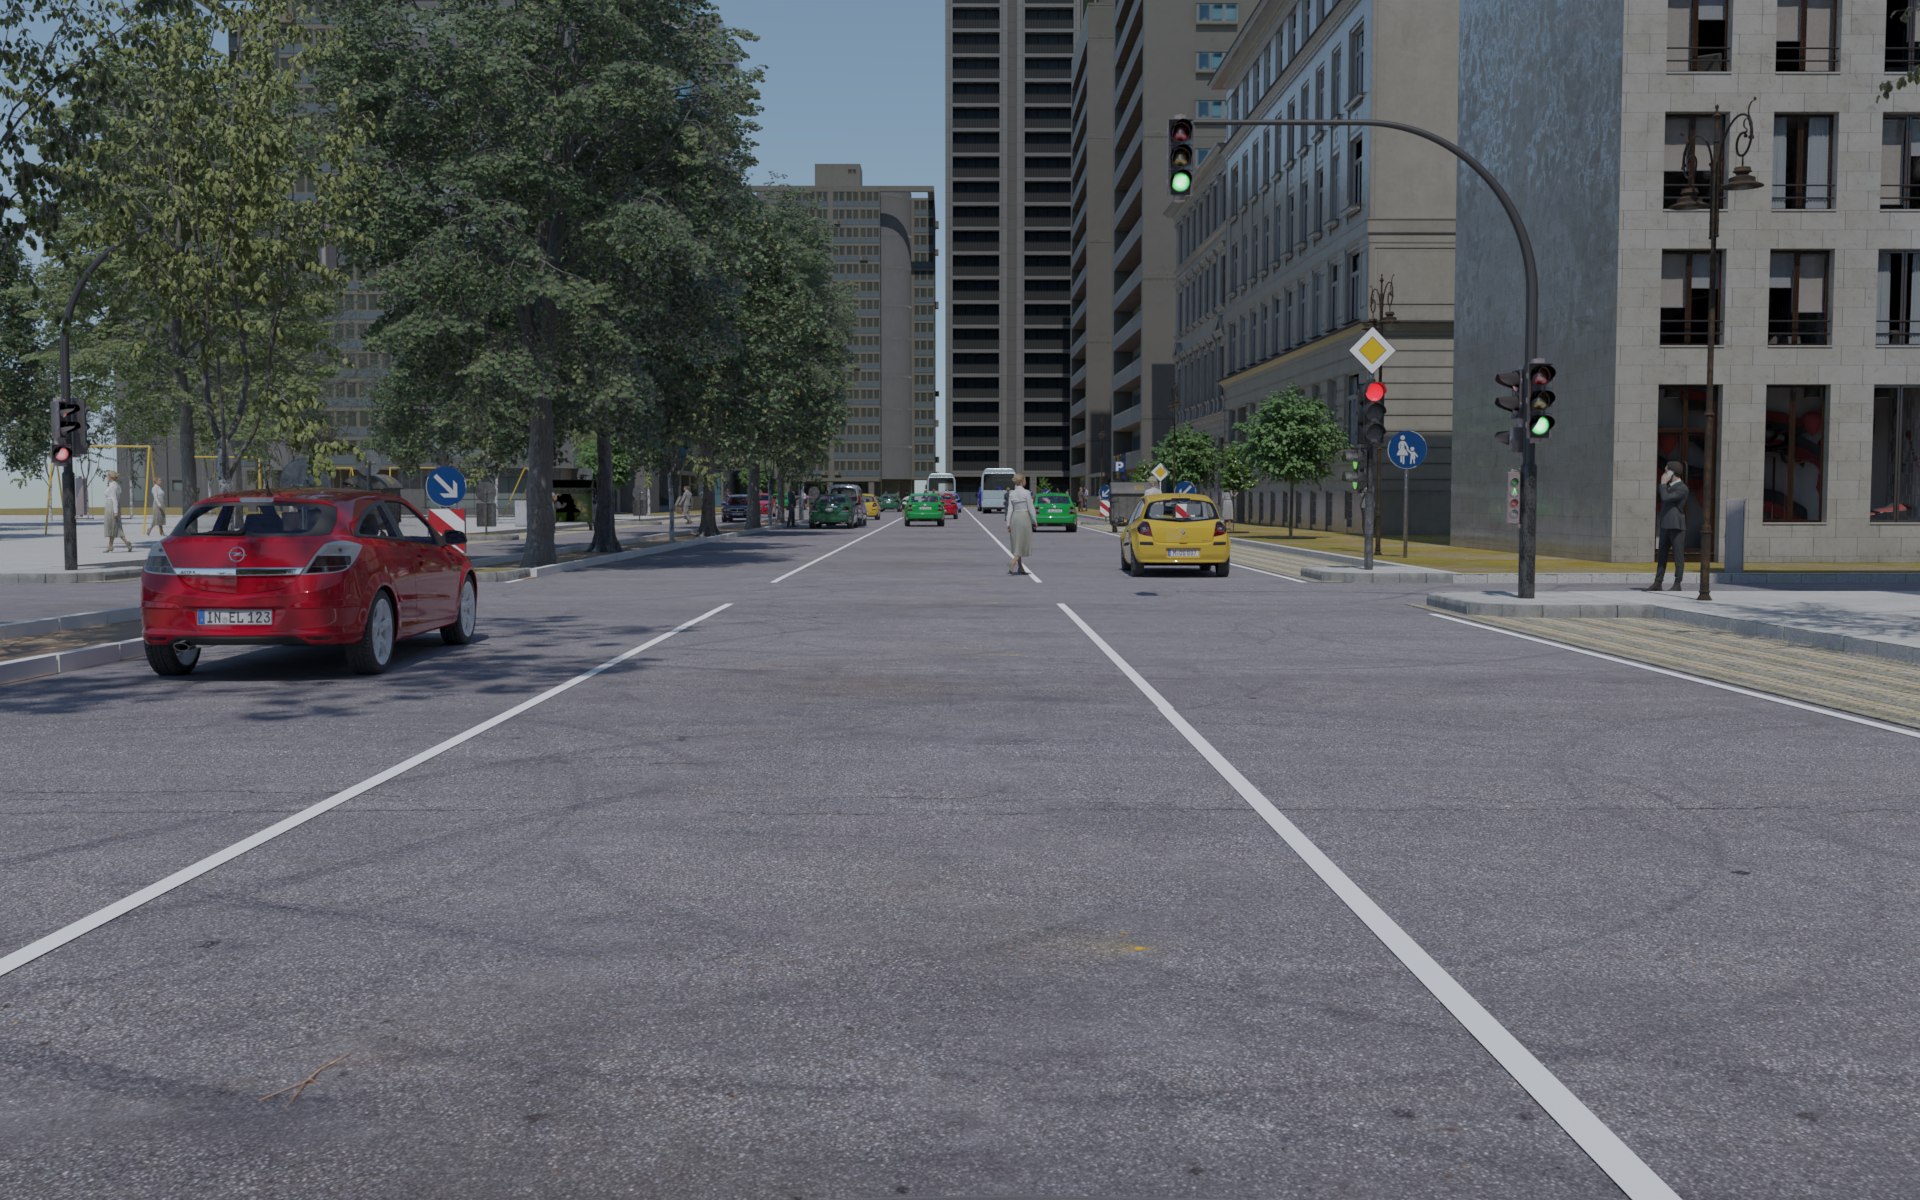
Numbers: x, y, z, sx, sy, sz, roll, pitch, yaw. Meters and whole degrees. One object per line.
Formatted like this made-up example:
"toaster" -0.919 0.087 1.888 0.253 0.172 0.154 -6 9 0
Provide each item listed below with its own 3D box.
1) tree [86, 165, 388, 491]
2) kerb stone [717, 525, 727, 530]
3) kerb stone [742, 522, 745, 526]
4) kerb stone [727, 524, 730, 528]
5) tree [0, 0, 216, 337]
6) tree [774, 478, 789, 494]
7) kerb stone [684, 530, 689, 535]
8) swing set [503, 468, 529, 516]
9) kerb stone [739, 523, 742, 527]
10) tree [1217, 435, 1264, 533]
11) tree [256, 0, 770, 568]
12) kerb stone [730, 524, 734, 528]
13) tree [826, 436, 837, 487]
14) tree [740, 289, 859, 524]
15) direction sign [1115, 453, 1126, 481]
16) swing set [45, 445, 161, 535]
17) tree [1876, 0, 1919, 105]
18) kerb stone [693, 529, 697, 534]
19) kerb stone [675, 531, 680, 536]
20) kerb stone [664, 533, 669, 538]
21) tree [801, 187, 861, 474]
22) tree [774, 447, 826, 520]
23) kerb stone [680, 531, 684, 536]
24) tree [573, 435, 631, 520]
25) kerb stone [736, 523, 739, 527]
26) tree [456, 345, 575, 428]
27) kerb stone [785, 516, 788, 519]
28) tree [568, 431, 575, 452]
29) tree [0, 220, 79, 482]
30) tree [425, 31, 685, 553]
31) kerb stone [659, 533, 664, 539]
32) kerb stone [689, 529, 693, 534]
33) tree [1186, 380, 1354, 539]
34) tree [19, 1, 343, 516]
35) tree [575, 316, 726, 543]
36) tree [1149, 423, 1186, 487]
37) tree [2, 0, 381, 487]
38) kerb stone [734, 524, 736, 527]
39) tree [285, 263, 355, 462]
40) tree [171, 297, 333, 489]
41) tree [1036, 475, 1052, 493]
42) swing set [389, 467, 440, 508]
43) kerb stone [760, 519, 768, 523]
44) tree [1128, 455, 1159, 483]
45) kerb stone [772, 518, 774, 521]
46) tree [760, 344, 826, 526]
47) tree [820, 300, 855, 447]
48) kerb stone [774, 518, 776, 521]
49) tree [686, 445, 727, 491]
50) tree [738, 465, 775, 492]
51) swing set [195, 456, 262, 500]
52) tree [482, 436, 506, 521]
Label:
"tree" -26.599 -9.367 63.523 12.009 13.543 11.850 0 3 0
"kerb stone" -9.685 -2.935 70.254 0.120 0.150 1.000 0 4 0
"kerb stone" -9.713 -3.313 76.409 0.120 0.150 1.000 0 4 0
"kerb stone" -9.684 -3.002 71.276 0.120 0.150 1.000 0 4 0
"tree" -8.480 -3.764 14.363 4.360 8.622 3.978 0 3 0
"tree" -18.734 -11.258 178.663 1.663 3.219 1.824 0 3 0
"kerb stone" -9.611 -2.304 60.010 0.120 0.150 1.000 0 4 0
"swing set" -25.187 -6.387 102.052 2.862 2.851 3.119 -2 4 -27
"kerb stone" -9.704 -3.253 75.378 0.120 0.150 1.000 0 4 0
"tree" 8.940 -3.814 56.954 1.663 3.219 1.824 0 3 0
"tree" -7.973 -7.543 32.439 9.857 13.997 8.962 0 3 0
"kerb stone" -9.684 -3.065 72.310 0.120 0.150 1.000 0 4 0
"tree" -8.336 -8.412 90.356 4.737 8.622 4.395 0 3 0
"tree" -8.750 -9.968 83.556 7.486 12.596 7.792 0 3 0
"direction sign" 8.879 -6.356 95.910 0.379 3.537 0.876 -2 4 -33
"swing set" -27.441 -3.555 55.748 3.119 2.851 2.862 -1 4 -15
"tree" 9.211 -3.882 13.841 4.360 8.622 3.978 0 3 0
"kerb stone" -9.635 -2.438 62.060 0.120 0.150 1.000 0 4 0
"kerb stone" -9.602 -2.187 57.960 0.120 0.150 1.000 0 4 0
"kerb stone" -9.590 -2.062 55.908 0.120 0.150 1.000 0 4 0
"tree" -8.327 -9.792 69.210 9.857 13.997 8.962 0 3 0
"tree" -8.663 -8.696 94.994 4.360 8.622 3.978 0 3 0
"kerb stone" -9.612 -2.248 58.987 0.120 0.150 1.000 0 4 0
"tree" -17.430 -6.239 85.715 4.285 4.588 4.351 0 3 0
"kerb stone" -9.699 -3.185 74.355 0.120 0.150 1.000 0 4 0
"tree" -18.535 -8.525 73.801 8.767 10.594 7.601 1 4 23
"kerb stone" -9.846 -4.754 99.992 0.120 0.150 1.000 0 4 0
"tree" -20.464 -8.820 94.567 4.737 8.622 4.395 0 3 0
"tree" -39.560 -9.301 69.080 9.611 12.733 9.660 0 3 0
"tree" -8.715 -7.512 42.289 9.611 12.733 9.660 0 3 0
"kerb stone" -9.589 -1.998 54.880 0.120 0.150 1.000 0 4 0
"kerb stone" -9.620 -2.369 61.032 0.120 0.150 1.000 0 4 0
"tree" 9.541 -4.024 49.511 4.285 4.588 4.351 0 3 0
"tree" -18.763 -7.513 40.962 7.486 12.596 7.792 0 3 0
"tree" -8.433 -5.972 50.455 4.737 8.622 4.395 0 3 0
"tree" 9.988 -5.615 75.526 4.285 4.588 4.351 0 3 0
"tree" -8.170 -4.048 19.005 4.737 8.622 4.395 0 3 0
"kerb stone" -9.697 -3.124 73.332 0.120 0.150 1.000 0 4 0
"tree" -21.061 -6.326 53.795 4.360 8.622 3.978 0 3 0
"tree" -33.208 -8.970 81.072 7.601 10.594 8.767 -3 5 -40
"tree" 8.159 -10.811 171.367 1.663 3.219 1.824 0 3 0
"swing set" -31.843 -6.367 101.717 3.119 2.851 2.862 -1 4 -20
"kerb stone" -9.774 -3.943 86.669 0.120 0.150 1.000 0 4 0
"tree" 9.107 -5.528 84.991 1.663 3.219 1.824 0 3 0
"kerb stone" -9.780 -4.069 88.725 0.120 0.150 1.000 0 4 0
"tree" -8.424 -7.580 76.755 4.737 8.622 4.395 0 3 0
"tree" -8.417 -8.453 57.676 9.611 12.733 9.660 0 3 0
"kerb stone" -9.791 -4.132 89.747 0.120 0.150 1.000 0 4 0
"tree" -17.985 -10.746 126.059 4.360 8.622 3.978 0 3 0
"tree" -18.728 -10.730 159.146 4.285 4.588 4.351 0 3 0
"swing set" -30.453 -4.546 71.940 3.119 2.851 2.862 -1 4 -19
"tree" -22.396 -8.132 83.325 4.737 8.622 4.395 0 3 0
